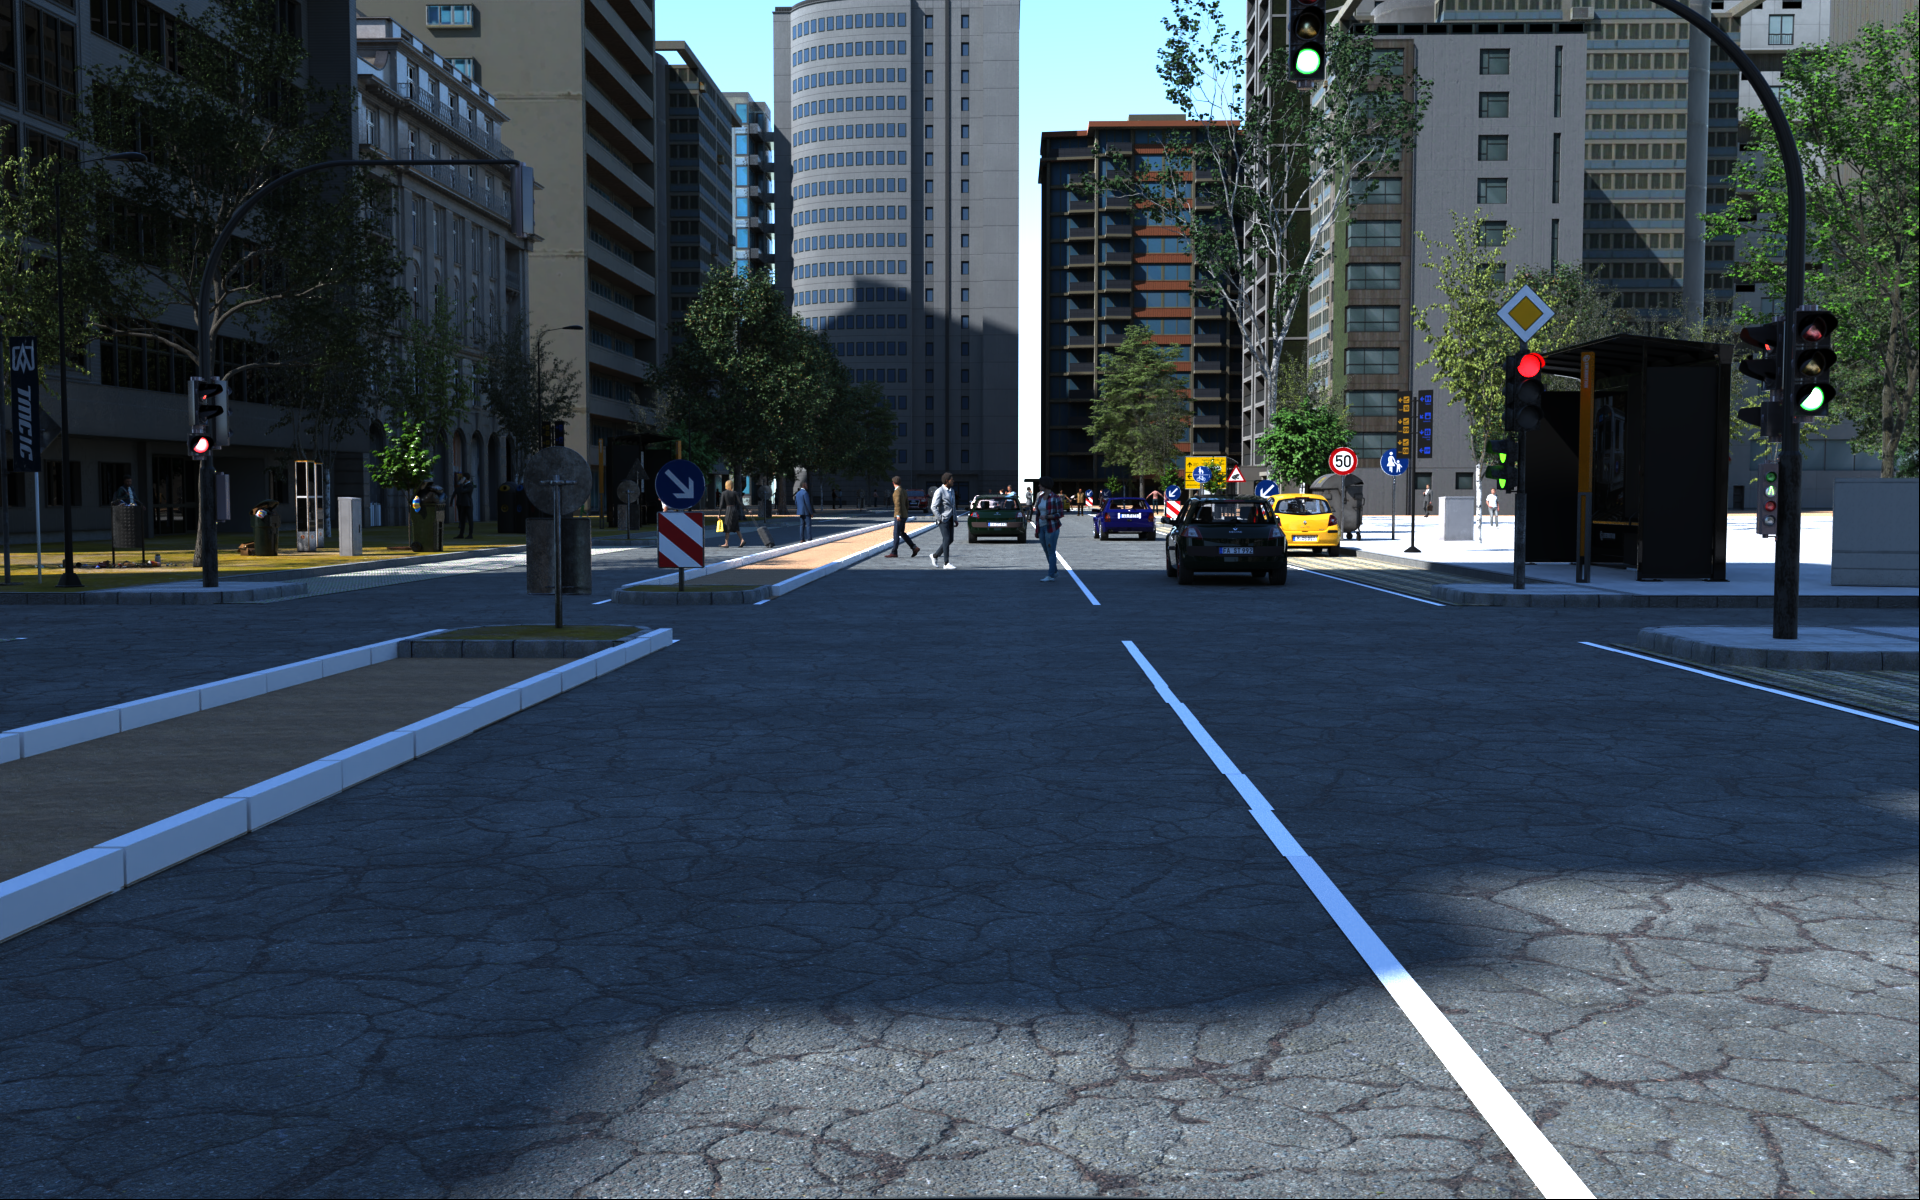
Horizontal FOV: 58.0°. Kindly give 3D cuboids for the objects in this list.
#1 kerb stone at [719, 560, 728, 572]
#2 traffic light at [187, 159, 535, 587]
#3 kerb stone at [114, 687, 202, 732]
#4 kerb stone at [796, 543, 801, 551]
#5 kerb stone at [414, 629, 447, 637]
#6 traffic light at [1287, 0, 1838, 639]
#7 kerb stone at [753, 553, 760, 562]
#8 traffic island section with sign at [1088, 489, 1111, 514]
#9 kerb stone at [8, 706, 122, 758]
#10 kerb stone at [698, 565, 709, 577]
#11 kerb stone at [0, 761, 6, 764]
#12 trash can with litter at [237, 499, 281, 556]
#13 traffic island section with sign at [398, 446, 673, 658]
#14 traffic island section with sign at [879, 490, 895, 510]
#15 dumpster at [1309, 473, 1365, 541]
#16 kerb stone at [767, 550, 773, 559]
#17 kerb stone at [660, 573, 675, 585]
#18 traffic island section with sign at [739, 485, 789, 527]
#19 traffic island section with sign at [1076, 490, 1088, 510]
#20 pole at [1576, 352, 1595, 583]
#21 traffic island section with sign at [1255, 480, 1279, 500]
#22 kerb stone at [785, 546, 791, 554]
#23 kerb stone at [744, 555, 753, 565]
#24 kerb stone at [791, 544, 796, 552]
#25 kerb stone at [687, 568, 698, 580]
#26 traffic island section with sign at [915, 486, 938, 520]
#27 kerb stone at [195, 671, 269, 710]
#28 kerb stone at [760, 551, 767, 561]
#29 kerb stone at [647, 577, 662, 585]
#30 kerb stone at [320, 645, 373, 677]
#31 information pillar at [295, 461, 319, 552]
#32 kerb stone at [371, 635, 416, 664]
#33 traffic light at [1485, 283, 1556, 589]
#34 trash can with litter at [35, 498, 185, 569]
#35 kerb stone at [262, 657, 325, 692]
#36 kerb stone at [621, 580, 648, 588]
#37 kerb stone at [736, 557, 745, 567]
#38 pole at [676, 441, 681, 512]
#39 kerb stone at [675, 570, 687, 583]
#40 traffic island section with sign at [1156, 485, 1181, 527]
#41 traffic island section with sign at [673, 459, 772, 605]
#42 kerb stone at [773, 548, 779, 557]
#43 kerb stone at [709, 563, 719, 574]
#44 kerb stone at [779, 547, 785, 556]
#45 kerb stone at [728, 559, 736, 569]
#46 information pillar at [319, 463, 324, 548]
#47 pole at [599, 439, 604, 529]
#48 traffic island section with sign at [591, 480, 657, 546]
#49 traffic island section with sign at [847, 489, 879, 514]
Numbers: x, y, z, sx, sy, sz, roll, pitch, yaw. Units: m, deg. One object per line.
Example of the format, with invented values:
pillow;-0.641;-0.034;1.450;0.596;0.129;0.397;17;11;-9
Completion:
kerb stone;-4.472;-0.598;31.971;0.120;0.150;1.000;0;4;2
traffic light;-8.228;-3.002;23.745;4.771;5.953;1.251;0;4;2
kerb stone;-5.063;0.693;10.862;0.120;0.150;1.000;0;4;2
kerb stone;-4.158;-1.283;43.250;0.120;0.150;1.000;0;4;2
kerb stone;-4.916;0.383;15.981;0.120;0.150;1.000;0;4;2
traffic light;5.214;-2.480;15.218;4.771;5.953;1.251;0;4;2
kerb stone;-4.356;-0.848;36.068;0.120;0.150;1.000;0;4;2
traffic island section with sign;10.468;-7.148;125.499;1.989;1.847;2.006;0;4;2
kerb stone;-5.092;0.756;9.841;0.120;0.150;1.000;0;4;2
kerb stone;-4.534;-0.469;29.920;0.120;0.150;1.000;0;4;2
kerb stone;-5.128;0.823;8.811;0.120;0.150;1.000;0;4;2
trash can with litter;-14.596;-1.500;35.915;1.055;1.170;0.624;2;4;30
traffic island section with sign;-3.866;-0.479;15.968;2.006;1.907;1.989;0;4;2
traffic island section with sign;-6.383;-8.829;152.989;1.989;1.847;2.006;0;4;2
dumpster;10.494;-2.593;48.162;1.264;1.857;1.865;0;4;2
kerb stone;-4.296;-0.974;38.117;0.120;0.150;1.000;0;4;2
kerb stone;-4.608;-0.283;26.838;0.120;0.150;1.000;0;4;2
traffic island section with sign;-8.556;-4.119;75.970;1.989;1.847;2.006;0;4;2
traffic island section with sign;11.222;-8.796;152.444;1.989;1.847;2.006;0;4;2
pole;9.018;-1.904;24.967;0.158;3.312;0.155;0;3;0
traffic island section with sign;8.282;-2.407;47.984;1.989;1.847;2.006;0;4;2
kerb stone;-4.212;-1.162;41.202;0.120;0.150;1.000;0;4;2
kerb stone;-4.378;-0.786;35.039;0.120;0.150;1.000;0;4;2
kerb stone;-4.179;-1.225;42.228;0.120;0.150;1.000;0;4;2
kerb stone;-4.557;-0.409;28.889;0.120;0.150;1.000;0;4;2
traffic island section with sign;-1.533;-5.526;98.481;2.006;1.907;1.989;0;4;2
kerb stone;-5.032;0.631;11.884;0.120;0.150;1.000;0;4;2
kerb stone;-4.328;-0.911;37.093;0.120;0.150;1.000;0;4;2
kerb stone;-4.644;-0.221;25.809;0.120;0.150;1.000;0;4;2
kerb stone;-4.988;0.505;13.938;0.120;0.150;1.000;0;4;2
information pillar;-14.400;-2.057;38.123;0.304;2.012;0.304;1;4;11
kerb stone;-4.955;0.443;14.959;0.120;0.150;1.000;0;4;2
traffic light;7.533;-2.102;23.282;0.839;4.253;0.868;0;4;2
trash can with litter;-14.967;-1.182;30.375;2.233;1.210;1.678;0;4;-7
kerb stone;-5.011;0.569;12.911;0.120;0.150;1.000;0;4;2
kerb stone;-4.673;-0.159;24.788;0.120;0.150;1.000;0;4;2
kerb stone;-4.414;-0.718;34.015;0.120;0.150;1.000;0;4;2
pole;-10.738;-4.422;66.143;0.158;3.312;0.155;0;3;0
kerb stone;-4.586;-0.346;27.867;0.120;0.150;1.000;0;4;2
traffic island section with sign;9.044;-4.055;74.928;1.989;1.847;2.006;0;4;2
traffic island section with sign;-3.647;-0.932;23.372;2.006;1.907;1.989;0;4;2
kerb stone;-4.263;-1.036;39.138;0.120;0.150;1.000;0;4;2
kerb stone;-4.494;-0.535;30.949;0.120;0.150;1.000;0;4;2
kerb stone;-4.234;-1.100;40.180;0.120;0.150;1.000;0;4;2
kerb stone;-4.449;-0.660;32.993;0.120;0.150;1.000;0;4;2
information pillar;-15.252;-2.227;40.910;0.304;2.012;0.304;1;4;9
pole;-13.200;-4.275;63.744;0.158;3.312;0.155;0;3;0
traffic island section with sign;-9.341;-2.438;48.490;1.989;1.847;2.006;0;4;2
traffic island section with sign;-7.150;-7.155;125.614;1.989;1.847;2.006;0;4;2
